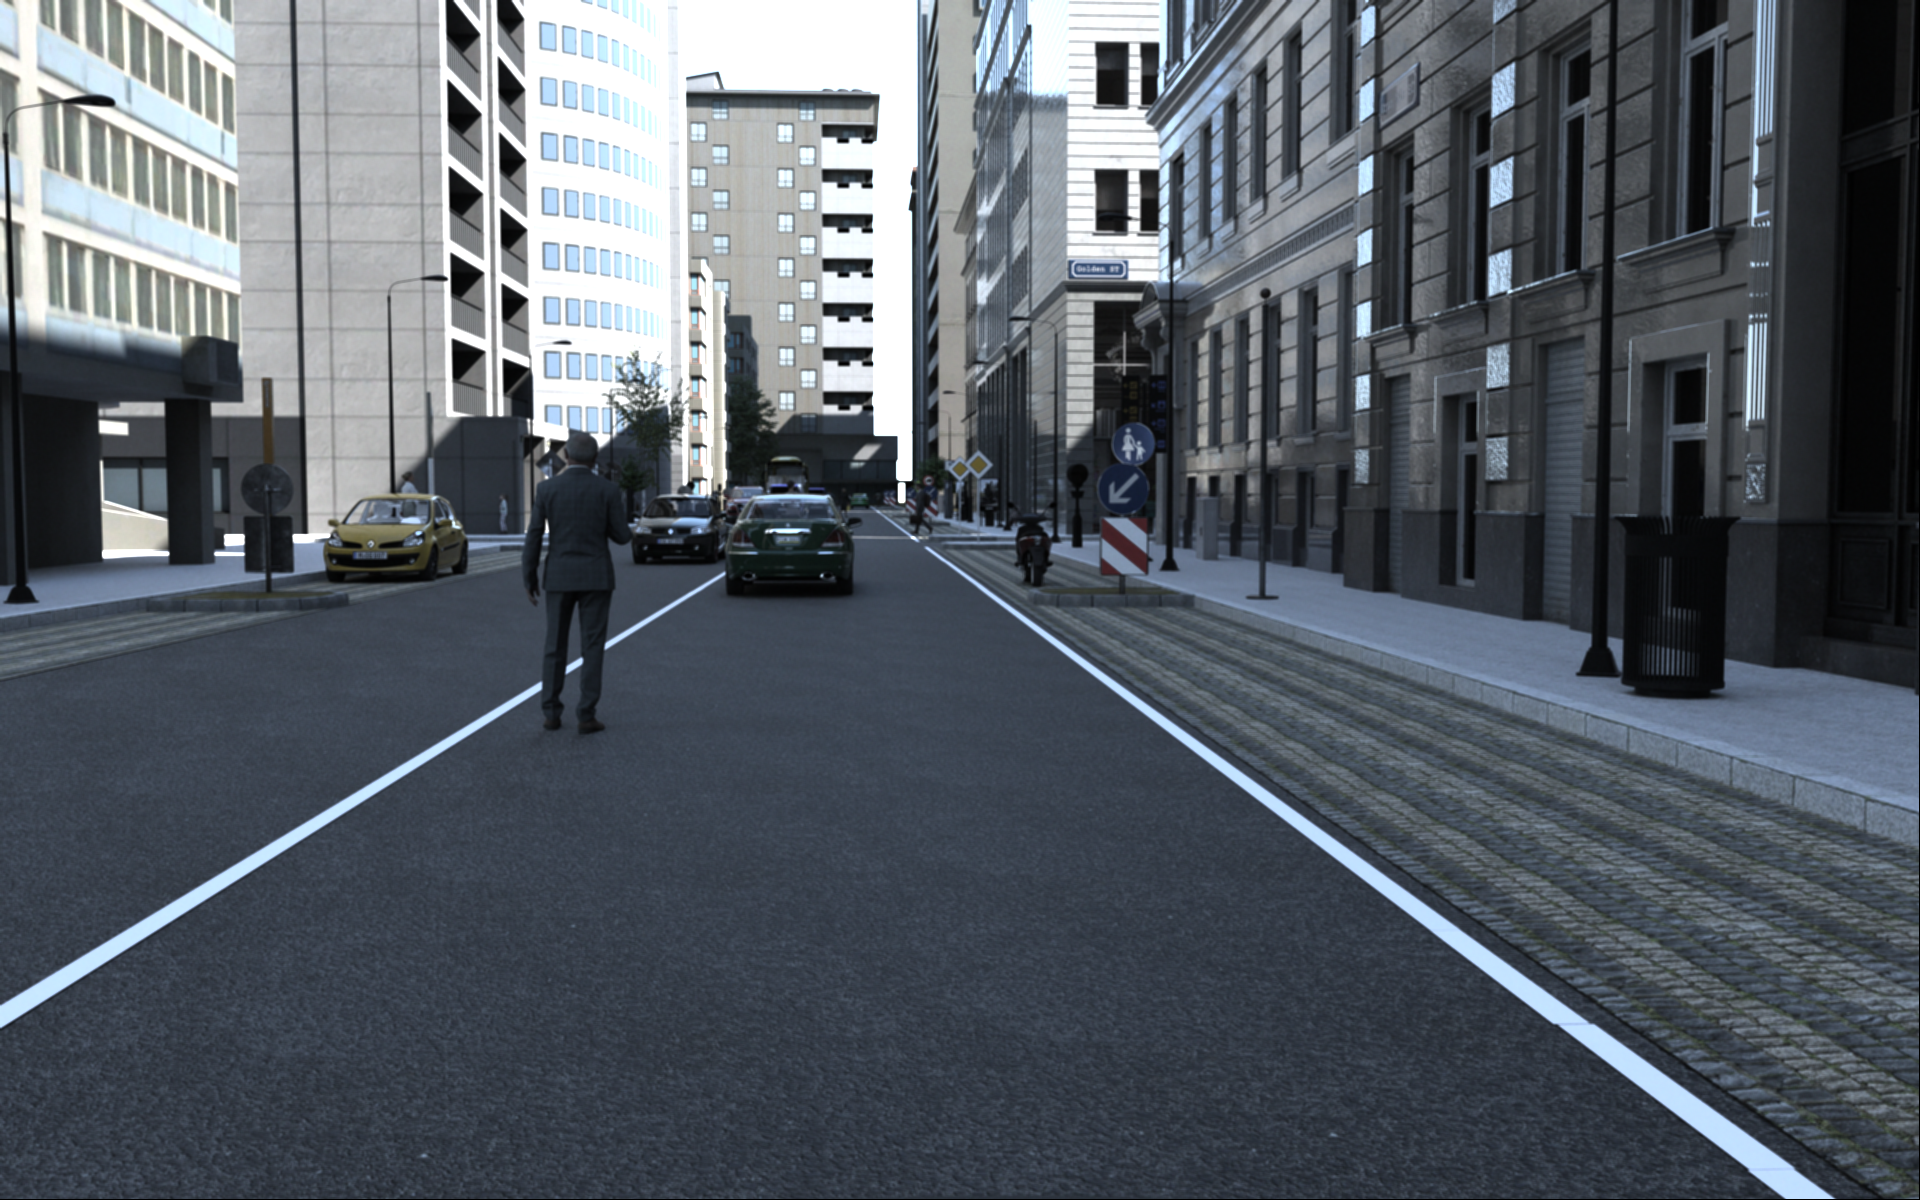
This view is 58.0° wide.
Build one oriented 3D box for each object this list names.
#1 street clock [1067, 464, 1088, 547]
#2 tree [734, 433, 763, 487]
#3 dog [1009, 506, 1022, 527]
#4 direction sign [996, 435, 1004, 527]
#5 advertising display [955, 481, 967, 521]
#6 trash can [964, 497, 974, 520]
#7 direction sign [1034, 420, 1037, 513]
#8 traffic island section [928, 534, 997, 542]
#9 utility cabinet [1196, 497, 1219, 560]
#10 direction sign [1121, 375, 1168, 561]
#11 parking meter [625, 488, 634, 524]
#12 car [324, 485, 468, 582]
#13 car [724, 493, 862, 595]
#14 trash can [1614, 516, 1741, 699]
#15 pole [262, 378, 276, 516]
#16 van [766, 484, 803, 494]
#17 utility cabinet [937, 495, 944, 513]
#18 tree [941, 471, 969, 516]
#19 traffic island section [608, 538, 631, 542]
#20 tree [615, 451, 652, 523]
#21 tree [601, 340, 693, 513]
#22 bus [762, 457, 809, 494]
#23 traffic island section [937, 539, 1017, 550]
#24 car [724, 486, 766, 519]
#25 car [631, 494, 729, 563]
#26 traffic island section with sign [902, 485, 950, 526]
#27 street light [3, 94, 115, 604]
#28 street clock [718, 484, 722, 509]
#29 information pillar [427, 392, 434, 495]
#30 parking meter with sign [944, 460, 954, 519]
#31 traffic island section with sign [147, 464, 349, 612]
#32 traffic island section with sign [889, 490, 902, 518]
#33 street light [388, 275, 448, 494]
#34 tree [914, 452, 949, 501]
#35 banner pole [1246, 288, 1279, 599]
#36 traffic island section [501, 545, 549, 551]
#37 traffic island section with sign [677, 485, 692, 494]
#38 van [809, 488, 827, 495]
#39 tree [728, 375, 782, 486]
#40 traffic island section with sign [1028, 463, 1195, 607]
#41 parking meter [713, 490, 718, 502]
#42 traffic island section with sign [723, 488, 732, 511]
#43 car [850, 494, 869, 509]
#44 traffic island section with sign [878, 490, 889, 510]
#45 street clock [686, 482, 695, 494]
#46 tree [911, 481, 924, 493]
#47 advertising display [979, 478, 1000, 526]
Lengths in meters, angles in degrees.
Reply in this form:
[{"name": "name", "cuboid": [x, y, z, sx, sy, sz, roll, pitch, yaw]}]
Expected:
[{"name": "street clock", "cuboid": [2.821, -2.267, 41.635, 0.471, 2.002, 0.358, -1, 4, -22]}, {"name": "tree", "cuboid": [-21.597, -13.603, 172.767, 4.360, 8.622, 3.978, 0, 3, 0]}, {"name": "dog", "cuboid": [2.073, -3.309, 68.478, 0.513, 0.831, 0.800, -1, 4, -20]}, {"name": "direction sign", "cuboid": [1.560, -4.565, 66.634, 0.379, 3.537, 0.876, 0, 4, 2]}, {"name": "advertising display", "cuboid": [0.043, -4.740, 82.709, 0.123, 1.923, 0.974, -2, 4, -26]}, {"name": "trash can", "cuboid": [0.321, -4.479, 84.877, 0.748, 1.137, 0.748, 0, 3, 0]}, {"name": "direction sign", "cuboid": [2.324, -3.756, 53.402, 0.379, 3.537, 0.876, 0, 4, 1]}, {"name": "traffic island section", "cuboid": [0.041, -1.905, 53.427, 2.009, 0.180, 2.903, 0, 4, -3]}, {"name": "utility cabinet", "cuboid": [4.844, -1.398, 34.024, 0.306, 1.237, 1.020, 0, 4, 0]}, {"name": "direction sign", "cuboid": [3.509, -2.511, 33.049, 0.876, 3.537, 0.379, 1, 4, 15]}, {"name": "parking meter", "cuboid": [-14.373, -4.097, 75.399, 0.372, 1.533, 0.369, 0, 3, 0]}, {"name": "car", "cuboid": [-9.544, -1.175, 29.441, 2.015, 1.641, 3.980, 0, 4, -5]}, {"name": "car", "cuboid": [-2.528, -0.875, 26.100, 2.131, 1.459, 4.920, 0, 4, -4]}, {"name": "trash can", "cuboid": [4.555, 0.037, 11.043, 0.748, 1.137, 0.748, 0, 3, 0]}, {"name": "pole", "cuboid": [-12.160, -2.242, 30.506, 0.158, 3.312, 0.155, 0, 3, 0]}, {"name": "van", "cuboid": [-10.563, -6.159, 105.083, 2.240, 2.365, 5.245, 0, 4, -2]}, {"name": "utility cabinet", "cuboid": [-1.318, -6.655, 119.969, 0.306, 1.237, 1.020, -2, 4, -31]}, {"name": "tree", "cuboid": [-0.264, -6.609, 102.664, 1.663, 3.219, 1.824, 0, 3, 0]}, {"name": "traffic island section", "cuboid": [-11.080, -1.864, 52.754, 2.009, 0.180, 2.903, 0, 4, -3]}, {"name": "tree", "cuboid": [-14.680, -5.025, 76.763, 1.663, 3.219, 1.824, 0, 3, 0]}, {"name": "tree", "cuboid": [-15.031, -8.144, 83.524, 4.737, 8.622, 4.395, 0, 3, 0]}, {"name": "bus", "cuboid": [-11.654, -7.688, 117.248, 2.896, 3.916, 12.252, 0, 4, -4]}, {"name": "traffic island section", "cuboid": [0.529, -1.417, 45.456, 2.009, 0.180, 2.903, 0, 4, -3]}, {"name": "car", "cuboid": [-10.297, -4.620, 84.213, 2.281, 1.827, 5.304, 0, 4, -4]}, {"name": "car", "cuboid": [-5.934, -1.665, 37.003, 2.009, 1.686, 4.222, 0, 4, -2]}, {"name": "traffic island section with sign", "cuboid": [-1.480, -4.261, 78.294, 1.989, 1.847, 2.006, 0, 4, -3]}, {"name": "street light", "cuboid": [-10.529, -2.919, 20.271, 1.470, 5.913, 1.316, 0, 4, -3]}, {"name": "street clock", "cuboid": [-17.209, -7.309, 124.072, 0.358, 2.002, 0.471, -1, 4, -10]}, {"name": "information pillar", "cuboid": [-12.230, -2.978, 40.046, 0.183, 3.616, 0.504, -1, 4, -12]}, {"name": "parking meter with sign", "cuboid": [-0.602, -5.771, 90.614, 0.543, 3.016, 1.738, 0, 4, -4]}, {"name": "traffic island section with sign", "cuboid": [-8.871, -0.808, 21.844, 1.989, 1.847, 2.006, 0, 4, -3]}, {"name": "traffic island section with sign", "cuboid": [-3.119, -5.907, 105.199, 1.989, 1.847, 2.006, 0, 4, -3]}, {"name": "street light", "cuboid": [-11.552, -3.934, 36.858, 1.470, 5.913, 1.316, 0, 4, -3]}, {"name": "tree", "cuboid": [-1.889, -9.239, 134.773, 4.285, 4.588, 4.351, 0, 3, 0]}, {"name": "banner pole", "cuboid": [3.749, -1.918, 21.384, 0.401, 3.779, 0.863, 1, 4, 9]}, {"name": "traffic island section", "cuboid": [-10.592, -1.376, 44.784, 2.009, 0.180, 2.903, 0, 4, -3]}, {"name": "traffic island section with sign", "cuboid": [-12.254, -4.202, 77.332, 1.989, 1.847, 2.006, 0, 4, -3]}, {"name": "van", "cuboid": [-14.335, -10.315, 173.034, 2.240, 2.365, 5.245, 0, 4, -3]}, {"name": "tree", "cuboid": [-20.962, -15.112, 165.209, 7.486, 12.596, 7.792, 0, 3, 0]}, {"name": "traffic island section with sign", "cuboid": [1.921, -0.862, 22.729, 1.989, 1.847, 2.006, 0, 4, -3]}, {"name": "parking meter", "cuboid": [-16.801, -6.765, 119.026, 0.372, 1.533, 0.369, 0, 3, 0]}, {"name": "traffic island section with sign", "cuboid": [-13.906, -5.852, 104.315, 1.989, 1.847, 2.006, 0, 4, -3]}, {"name": "car", "cuboid": [-9.844, -9.853, 169.898, 1.959, 1.807, 4.718, 0, 4, -4]}, {"name": "traffic island section with sign", "cuboid": [-6.183, -8.970, 155.290, 1.989, 1.847, 2.006, 0, 4, -3]}, {"name": "street clock", "cuboid": [-15.563, -5.841, 100.067, 0.471, 2.002, 0.358, -1, 4, -17]}, {"name": "tree", "cuboid": [-2.999, -8.977, 141.373, 1.663, 3.219, 1.824, 0, 3, 0]}, {"name": "advertising display", "cuboid": [1.176, -3.877, 68.605, 0.974, 1.923, 0.123, 3, 4, 38]}]
